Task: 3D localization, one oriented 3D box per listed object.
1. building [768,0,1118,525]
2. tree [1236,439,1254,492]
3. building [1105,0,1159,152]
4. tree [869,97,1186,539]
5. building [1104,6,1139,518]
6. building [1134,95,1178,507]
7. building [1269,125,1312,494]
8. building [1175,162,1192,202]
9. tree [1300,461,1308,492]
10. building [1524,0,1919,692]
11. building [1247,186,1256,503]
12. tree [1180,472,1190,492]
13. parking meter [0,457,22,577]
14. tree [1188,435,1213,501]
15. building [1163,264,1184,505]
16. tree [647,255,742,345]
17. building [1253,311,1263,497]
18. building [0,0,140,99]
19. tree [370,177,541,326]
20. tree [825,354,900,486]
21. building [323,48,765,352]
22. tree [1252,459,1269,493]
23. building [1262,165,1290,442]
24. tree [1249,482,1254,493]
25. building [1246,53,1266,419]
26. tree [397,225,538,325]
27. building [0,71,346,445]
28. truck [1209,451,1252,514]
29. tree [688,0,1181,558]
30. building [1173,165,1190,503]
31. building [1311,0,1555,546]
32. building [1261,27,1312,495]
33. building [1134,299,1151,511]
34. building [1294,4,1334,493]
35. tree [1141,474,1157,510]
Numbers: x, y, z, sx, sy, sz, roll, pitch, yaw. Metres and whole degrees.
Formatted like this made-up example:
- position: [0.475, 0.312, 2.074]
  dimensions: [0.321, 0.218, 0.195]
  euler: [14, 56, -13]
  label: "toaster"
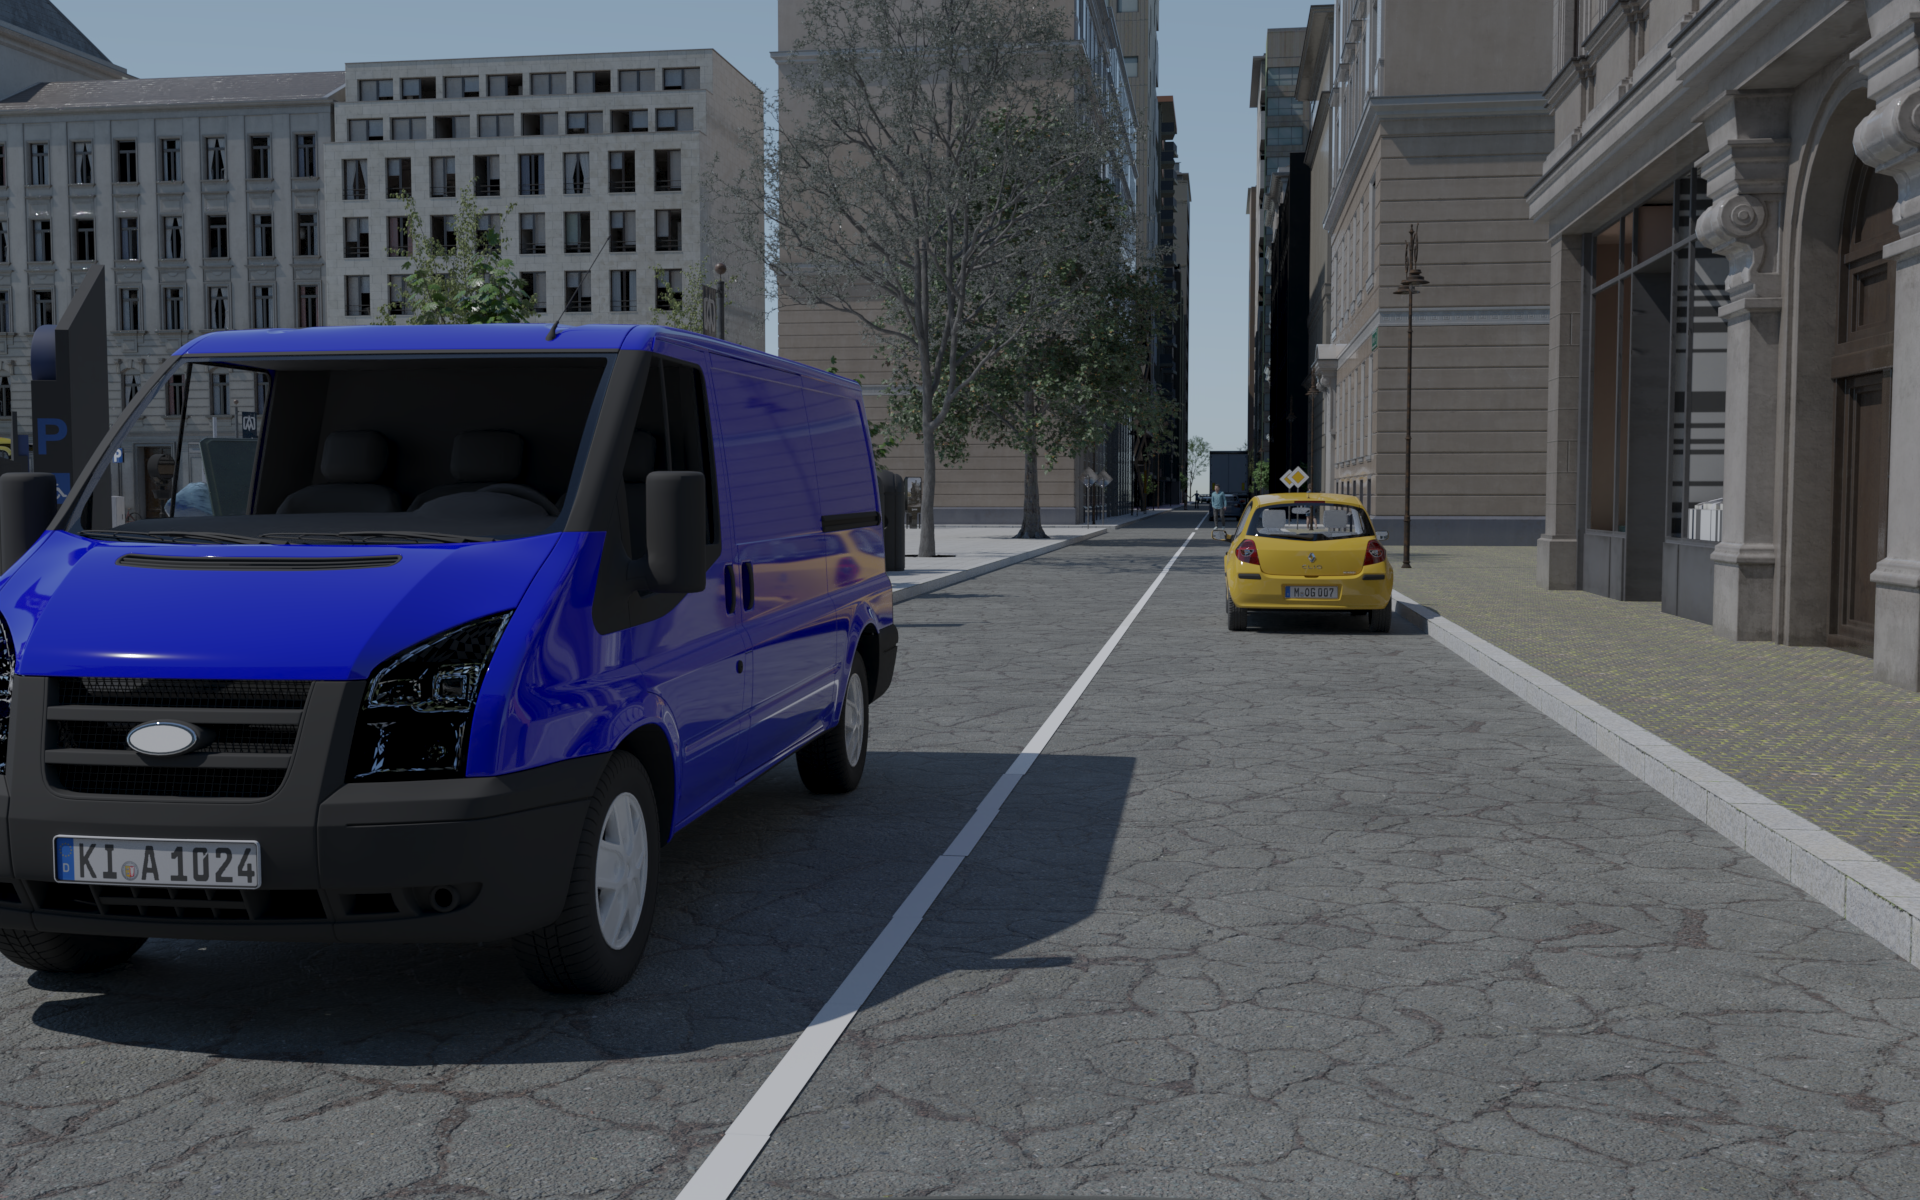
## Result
- position: [0.080, -18.068, 81.312]
  dimensions: [13.634, 28.700, 20.117]
  euler: [1, 4, 9]
  label: "building"
- position: [39.043, -17.299, 233.204]
  dimensions: [4.737, 8.622, 4.395]
  euler: [0, 3, 0]
  label: "tree"
- position: [4.514, -34.984, 161.227]
  dimensions: [28.713, 52.752, 27.495]
  euler: [1, 4, 9]
  label: "building"
- position: [1.972, -8.126, 49.860]
  dimensions: [9.611, 12.733, 9.660]
  euler: [0, 3, 0]
  label: "tree"
- position: [4.562, -20.080, 105.802]
  dimensions: [11.434, 29.767, 29.804]
  euler: [1, 4, 9]
  label: "building"
- position: [12.333, -32.668, 188.739]
  dimensions: [22.147, 44.769, 28.867]
  euler: [1, 4, 9]
  label: "building"
- position: [26.376, -17.216, 111.163]
  dimensions: [12.332, 23.373, 15.834]
  euler: [1, 4, 9]
  label: "building"
- position: [22.497, -42.208, 279.344]
  dimensions: [28.713, 52.752, 27.495]
  euler: [1, 4, 9]
  label: "building"
- position: [17.709, -5.656, 87.074]
  dimensions: [1.663, 3.219, 1.824]
  euler: [0, 3, 0]
  label: "tree"
- position: [12.162, -10.425, 21.366]
  dimensions: [10.553, 20.767, 40.483]
  euler: [1, 4, 9]
  label: "building"
- position: [47.741, -36.339, 244.256]
  dimensions: [14.600, 45.320, 14.200]
  euler: [1, 4, 9]
  label: "building"
- position: [27.767, -14.600, 222.425]
  dimensions: [4.285, 4.588, 4.351]
  euler: [0, 3, 0]
  label: "tree"
- position: [-14.836, -1.303, 27.012]
  dimensions: [0.255, 1.863, 0.399]
  euler: [2, 4, 32]
  label: "parking meter"
- position: [40.511, -23.082, 303.138]
  dimensions: [9.928, 11.665, 9.643]
  euler: [0, 3, 0]
  label: "tree"
- position: [19.518, -26.794, 209.782]
  dimensions: [14.160, 30.474, 14.107]
  euler: [1, 4, 9]
  label: "building"
- position: [-8.635, -6.324, 53.752]
  dimensions: [4.737, 8.622, 4.395]
  euler: [0, 3, 0]
  label: "tree"
- position: [44.154, -20.242, 176.003]
  dimensions: [27.650, 21.520, 28.899]
  euler: [1, 4, 9]
  label: "building"
- position: [-56.645, -18.386, 87.998]
  dimensions: [23.554, 28.519, 14.401]
  euler: [1, 4, 9]
  label: "building"
- position: [-12.024, -5.535, 40.864]
  dimensions: [4.737, 8.622, 4.395]
  euler: [0, 3, 0]
  label: "tree"
- position: [-1.655, -1.795, 23.949]
  dimensions: [1.663, 3.219, 1.824]
  euler: [0, 3, 0]
  label: "tree"
- position: [-18.408, -13.721, 79.087]
  dimensions: [16.860, 20.320, 10.420]
  euler: [1, 4, 9]
  label: "building"
- position: [26.362, -9.970, 146.727]
  dimensions: [4.285, 4.588, 4.351]
  euler: [0, 3, 0]
  label: "tree"
- position: [30.149, -21.014, 130.973]
  dimensions: [14.401, 28.519, 23.554]
  euler: [1, 4, 9]
  label: "building"
- position: [38.966, -14.293, 228.284]
  dimensions: [1.663, 3.219, 1.824]
  euler: [0, 3, 0]
  label: "tree"
- position: [48.451, -37.545, 203.105]
  dimensions: [28.713, 52.752, 27.495]
  euler: [1, 4, 9]
  label: "building"
- position: [-3.323, -1.094, 12.494]
  dimensions: [1.663, 3.219, 1.824]
  euler: [0, 3, 0]
  label: "tree"
- position: [-35.677, -14.261, 82.324]
  dimensions: [18.267, 20.994, 9.793]
  euler: [1, 4, 9]
  label: "building"
- position: [18.266, -7.845, 117.171]
  dimensions: [2.839, 4.237, 11.283]
  euler: [1, 4, 10]
  label: "truck"
- position: [-0.523, -7.610, 34.790]
  dimensions: [12.009, 13.543, 11.850]
  euler: [0, 3, 0]
  label: "tree"
- position: [22.726, -38.591, 254.658]
  dimensions: [21.300, 48.544, 21.600]
  euler: [1, 4, 9]
  label: "building"
- position: [17.845, -16.205, 50.853]
  dimensions: [13.634, 28.700, 20.117]
  euler: [1, 4, 9]
  label: "building"
- position: [34.257, -28.840, 155.131]
  dimensions: [14.154, 41.232, 14.086]
  euler: [1, 4, 9]
  label: "building"
- position: [5.785, -16.026, 129.481]
  dimensions: [16.820, 18.784, 16.811]
  euler: [1, 4, 9]
  label: "building"
- position: [30.010, -14.794, 75.173]
  dimensions: [30.059, 22.955, 16.112]
  euler: [1, 4, 9]
  label: "building"
- position: [15.566, -9.109, 143.539]
  dimensions: [1.663, 3.219, 1.824]
  euler: [0, 3, 0]
  label: "tree"
